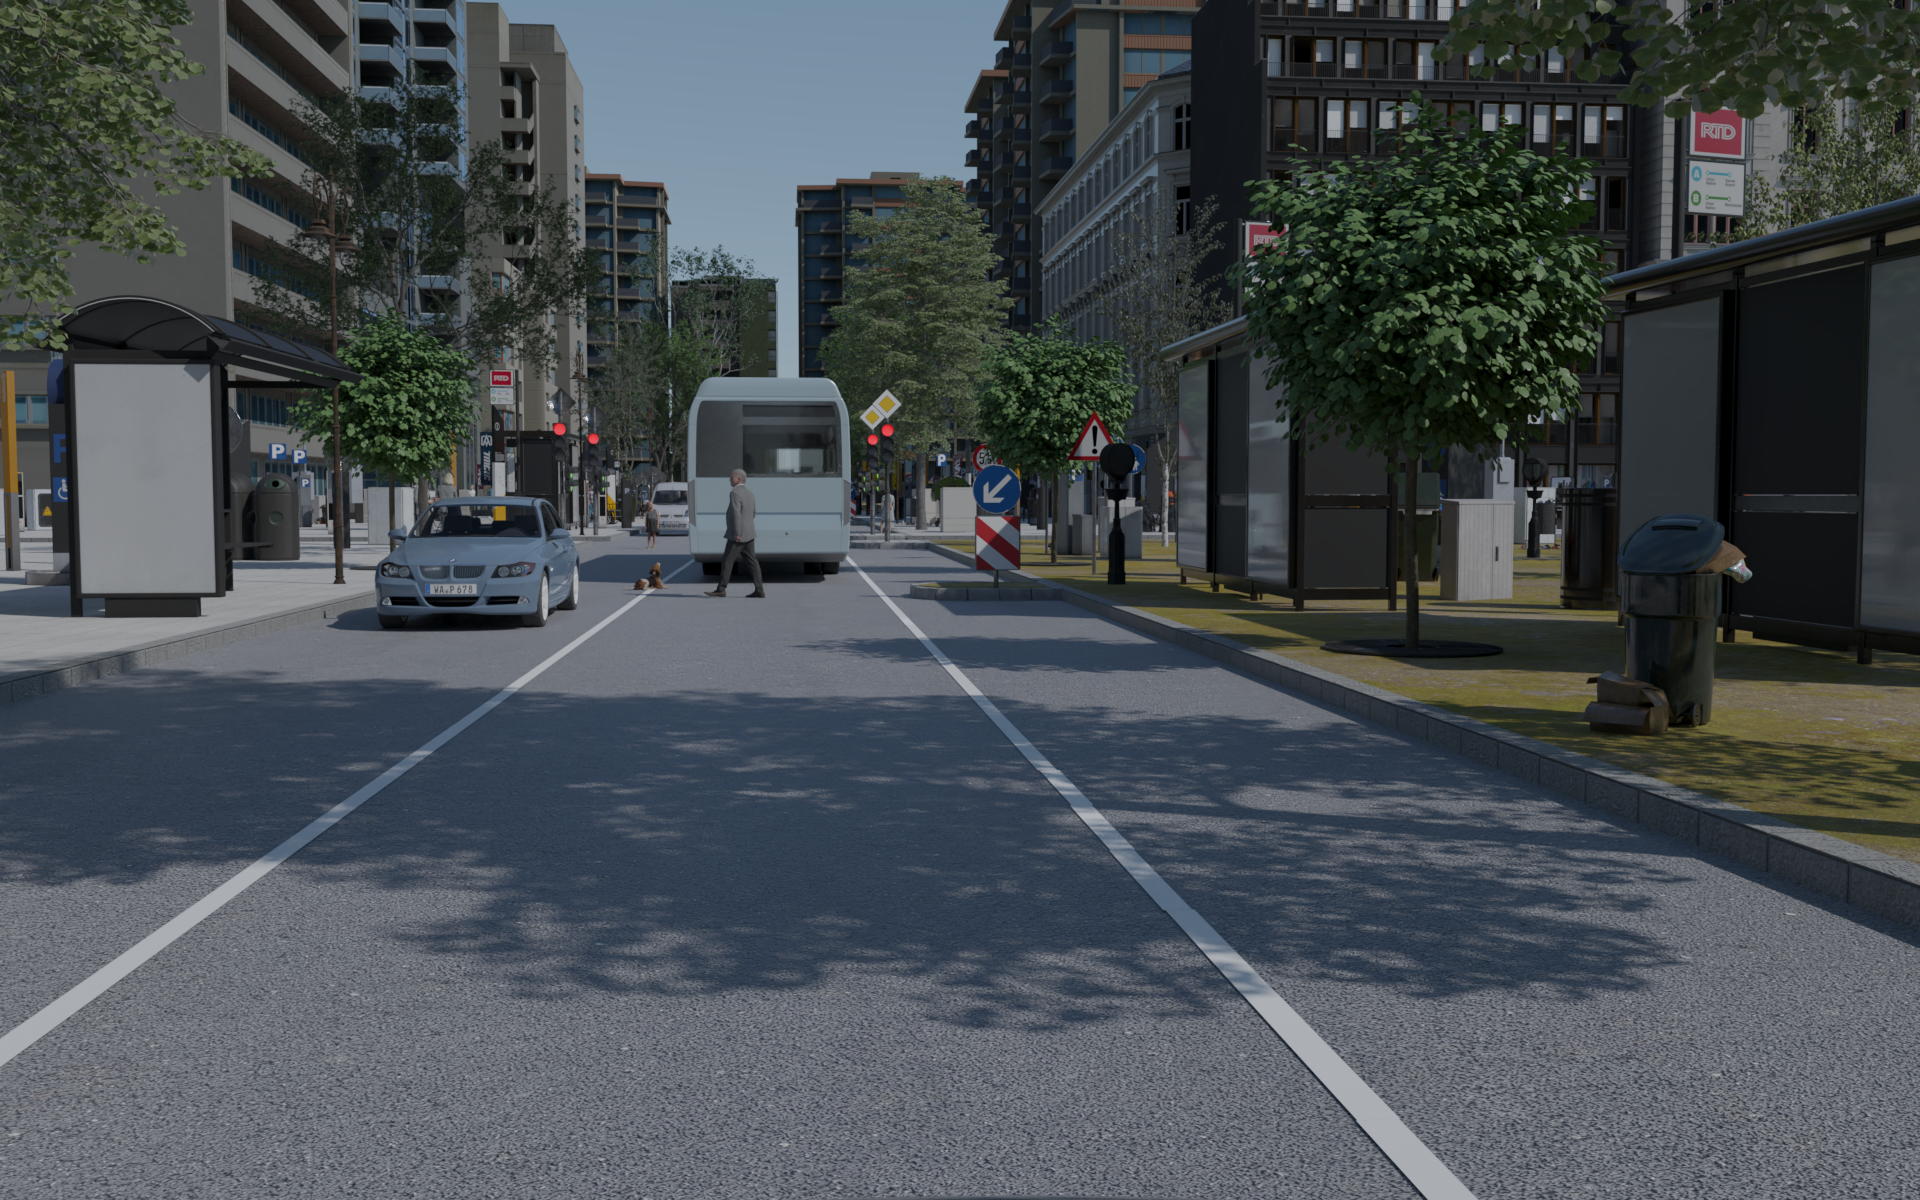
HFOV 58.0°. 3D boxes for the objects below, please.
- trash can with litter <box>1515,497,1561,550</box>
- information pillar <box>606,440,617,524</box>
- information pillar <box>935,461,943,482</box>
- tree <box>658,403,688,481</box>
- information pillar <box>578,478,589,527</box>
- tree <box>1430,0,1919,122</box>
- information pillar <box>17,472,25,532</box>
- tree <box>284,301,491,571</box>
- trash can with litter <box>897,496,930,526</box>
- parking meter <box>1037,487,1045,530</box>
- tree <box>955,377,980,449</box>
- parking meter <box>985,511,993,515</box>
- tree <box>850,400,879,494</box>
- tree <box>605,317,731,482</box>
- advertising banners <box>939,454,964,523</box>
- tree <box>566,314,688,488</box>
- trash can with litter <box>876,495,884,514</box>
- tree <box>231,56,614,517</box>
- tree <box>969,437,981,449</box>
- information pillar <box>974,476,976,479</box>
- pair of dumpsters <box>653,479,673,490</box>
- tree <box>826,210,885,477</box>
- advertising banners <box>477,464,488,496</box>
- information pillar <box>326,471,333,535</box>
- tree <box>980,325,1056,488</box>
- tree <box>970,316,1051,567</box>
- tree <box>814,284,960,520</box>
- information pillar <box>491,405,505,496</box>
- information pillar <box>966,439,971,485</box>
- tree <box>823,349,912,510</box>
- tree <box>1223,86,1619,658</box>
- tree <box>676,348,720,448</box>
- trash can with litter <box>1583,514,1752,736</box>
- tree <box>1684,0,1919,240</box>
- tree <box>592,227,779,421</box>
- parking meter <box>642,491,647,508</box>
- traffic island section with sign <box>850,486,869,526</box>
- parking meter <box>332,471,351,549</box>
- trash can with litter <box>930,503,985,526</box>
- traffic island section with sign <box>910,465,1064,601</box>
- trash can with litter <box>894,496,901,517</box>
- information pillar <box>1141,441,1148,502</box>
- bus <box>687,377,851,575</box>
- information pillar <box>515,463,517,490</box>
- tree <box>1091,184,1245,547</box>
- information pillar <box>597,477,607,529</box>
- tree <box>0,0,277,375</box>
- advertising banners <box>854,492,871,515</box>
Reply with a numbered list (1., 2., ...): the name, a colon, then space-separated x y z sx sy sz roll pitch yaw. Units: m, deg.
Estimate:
1. trash can with litter: 13.965 -1.781 40.183 2.233 1.210 1.678 1 4 17
2. information pillar: -15.047 -5.094 74.643 0.183 3.616 0.504 2 4 31
3. information pillar: -1.257 -6.889 103.986 0.504 3.616 0.183 1 4 22
4. tree: -24.157 -15.167 164.996 9.611 12.733 9.660 0 3 0
5. information pillar: -14.591 -3.828 67.075 0.304 2.012 0.304 1 4 15
6. tree: 4.332 -5.342 5.467 7.486 12.596 7.792 0 3 0
7. information pillar: -31.736 -3.291 58.301 0.304 2.012 0.304 3 4 37
8. tree: -9.641 -2.807 29.611 4.285 4.588 4.351 0 3 0
9. trash can with litter: -1.652 -3.629 70.387 1.678 1.210 2.233 -3 5 -42
10. parking meter: 2.930 -3.278 62.004 0.372 1.533 0.369 0 3 0
11. tree: 1.749 -9.431 104.564 4.360 8.622 3.978 0 3 0
12. parking meter: 1.089 -3.525 66.043 0.372 1.533 0.369 0 3 0
13. tree: -6.005 -10.200 117.132 4.737 8.622 4.395 0 3 0
14. tree: -17.280 -10.813 102.542 9.928 11.665 9.643 0 3 0
15. advertising banners: -0.801 -4.899 76.279 2.074 3.025 0.090 -1 4 -21
16. tree: -13.731 -7.327 70.160 4.360 8.622 3.978 0 3 0
17. trash can with litter: -5.092 -6.276 113.677 1.678 1.210 2.233 -3 4 -37
18. tree: -11.187 -6.237 36.394 8.767 10.594 7.601 0 4 2
19. tree: 2.778 -10.563 123.071 4.737 8.622 4.395 0 3 0
20. information pillar: 0.738 -4.133 72.062 0.304 2.012 0.304 1 4 10
21. pair of dumpsters: -19.124 -6.730 112.528 1.574 2.255 4.437 0 4 -6
22. tree: -1.124 -8.757 61.303 7.486 12.596 7.792 0 3 0
23. advertising banners: -27.275 -6.399 100.806 2.074 3.025 0.090 1 4 21
24. information pillar: -19.872 -3.080 54.845 0.304 2.012 0.304 -1 4 -16
25. tree: 3.553 -7.621 74.962 4.360 8.622 3.978 0 3 0
26. tree: 1.657 -2.901 31.142 4.285 4.588 4.351 0 3 0
27. tree: -3.547 -9.765 85.420 9.928 11.665 9.643 0 3 0
28. information pillar: -12.189 -3.326 45.731 0.183 3.616 0.504 1 4 18
29. information pillar: 0.330 -4.798 69.808 0.183 3.616 0.504 -1 4 -16
30. tree: -8.464 -14.474 143.312 9.857 13.997 8.962 0 3 0
31. tree: 3.784 -1.863 14.168 4.285 4.588 4.351 0 3 0
32. tree: -15.493 -9.497 89.693 8.767 10.594 7.601 -1 4 -20
33. trash can with litter: 3.869 0.115 9.509 0.624 1.170 1.055 3 5 41
34. tree: 12.929 -4.583 25.289 4.737 8.622 4.395 0 3 0
35. tree: -19.515 -16.354 123.279 12.611 20.169 13.585 0 3 0
36. parking meter: -23.178 -7.270 127.283 0.372 1.533 0.369 0 3 0
37. traffic island section with sign: -5.230 -4.339 79.574 1.989 1.847 2.006 0 4 -6
38. parking meter: -14.598 -2.149 40.848 0.399 1.863 0.255 3 5 39
39. trash can with litter: 0.363 -3.221 63.725 2.233 1.210 1.678 1 4 23
40. traffic island section with sign: 0.320 -0.952 24.194 1.989 1.847 2.006 0 4 -6
41. trash can with litter: -3.471 -4.864 90.909 1.055 1.170 0.624 -1 4 -20
42. information pillar: 8.123 -5.187 76.158 0.183 3.616 0.504 -2 4 -24
43. bus: -3.697 -2.391 33.949 2.948 3.499 13.247 0 4 -6
44. information pillar: -31.001 -7.931 121.029 0.504 3.616 0.183 3 5 39
45. tree: 5.245 -5.614 42.159 4.360 8.622 3.978 0 3 0
46. information pillar: -13.331 -3.660 64.334 0.304 2.012 0.304 -2 4 -30
47. tree: -8.010 -5.718 11.611 7.486 12.596 7.792 0 3 0
48. advertising banners: -5.562 -6.741 106.395 2.074 3.025 0.090 -1 4 -14
